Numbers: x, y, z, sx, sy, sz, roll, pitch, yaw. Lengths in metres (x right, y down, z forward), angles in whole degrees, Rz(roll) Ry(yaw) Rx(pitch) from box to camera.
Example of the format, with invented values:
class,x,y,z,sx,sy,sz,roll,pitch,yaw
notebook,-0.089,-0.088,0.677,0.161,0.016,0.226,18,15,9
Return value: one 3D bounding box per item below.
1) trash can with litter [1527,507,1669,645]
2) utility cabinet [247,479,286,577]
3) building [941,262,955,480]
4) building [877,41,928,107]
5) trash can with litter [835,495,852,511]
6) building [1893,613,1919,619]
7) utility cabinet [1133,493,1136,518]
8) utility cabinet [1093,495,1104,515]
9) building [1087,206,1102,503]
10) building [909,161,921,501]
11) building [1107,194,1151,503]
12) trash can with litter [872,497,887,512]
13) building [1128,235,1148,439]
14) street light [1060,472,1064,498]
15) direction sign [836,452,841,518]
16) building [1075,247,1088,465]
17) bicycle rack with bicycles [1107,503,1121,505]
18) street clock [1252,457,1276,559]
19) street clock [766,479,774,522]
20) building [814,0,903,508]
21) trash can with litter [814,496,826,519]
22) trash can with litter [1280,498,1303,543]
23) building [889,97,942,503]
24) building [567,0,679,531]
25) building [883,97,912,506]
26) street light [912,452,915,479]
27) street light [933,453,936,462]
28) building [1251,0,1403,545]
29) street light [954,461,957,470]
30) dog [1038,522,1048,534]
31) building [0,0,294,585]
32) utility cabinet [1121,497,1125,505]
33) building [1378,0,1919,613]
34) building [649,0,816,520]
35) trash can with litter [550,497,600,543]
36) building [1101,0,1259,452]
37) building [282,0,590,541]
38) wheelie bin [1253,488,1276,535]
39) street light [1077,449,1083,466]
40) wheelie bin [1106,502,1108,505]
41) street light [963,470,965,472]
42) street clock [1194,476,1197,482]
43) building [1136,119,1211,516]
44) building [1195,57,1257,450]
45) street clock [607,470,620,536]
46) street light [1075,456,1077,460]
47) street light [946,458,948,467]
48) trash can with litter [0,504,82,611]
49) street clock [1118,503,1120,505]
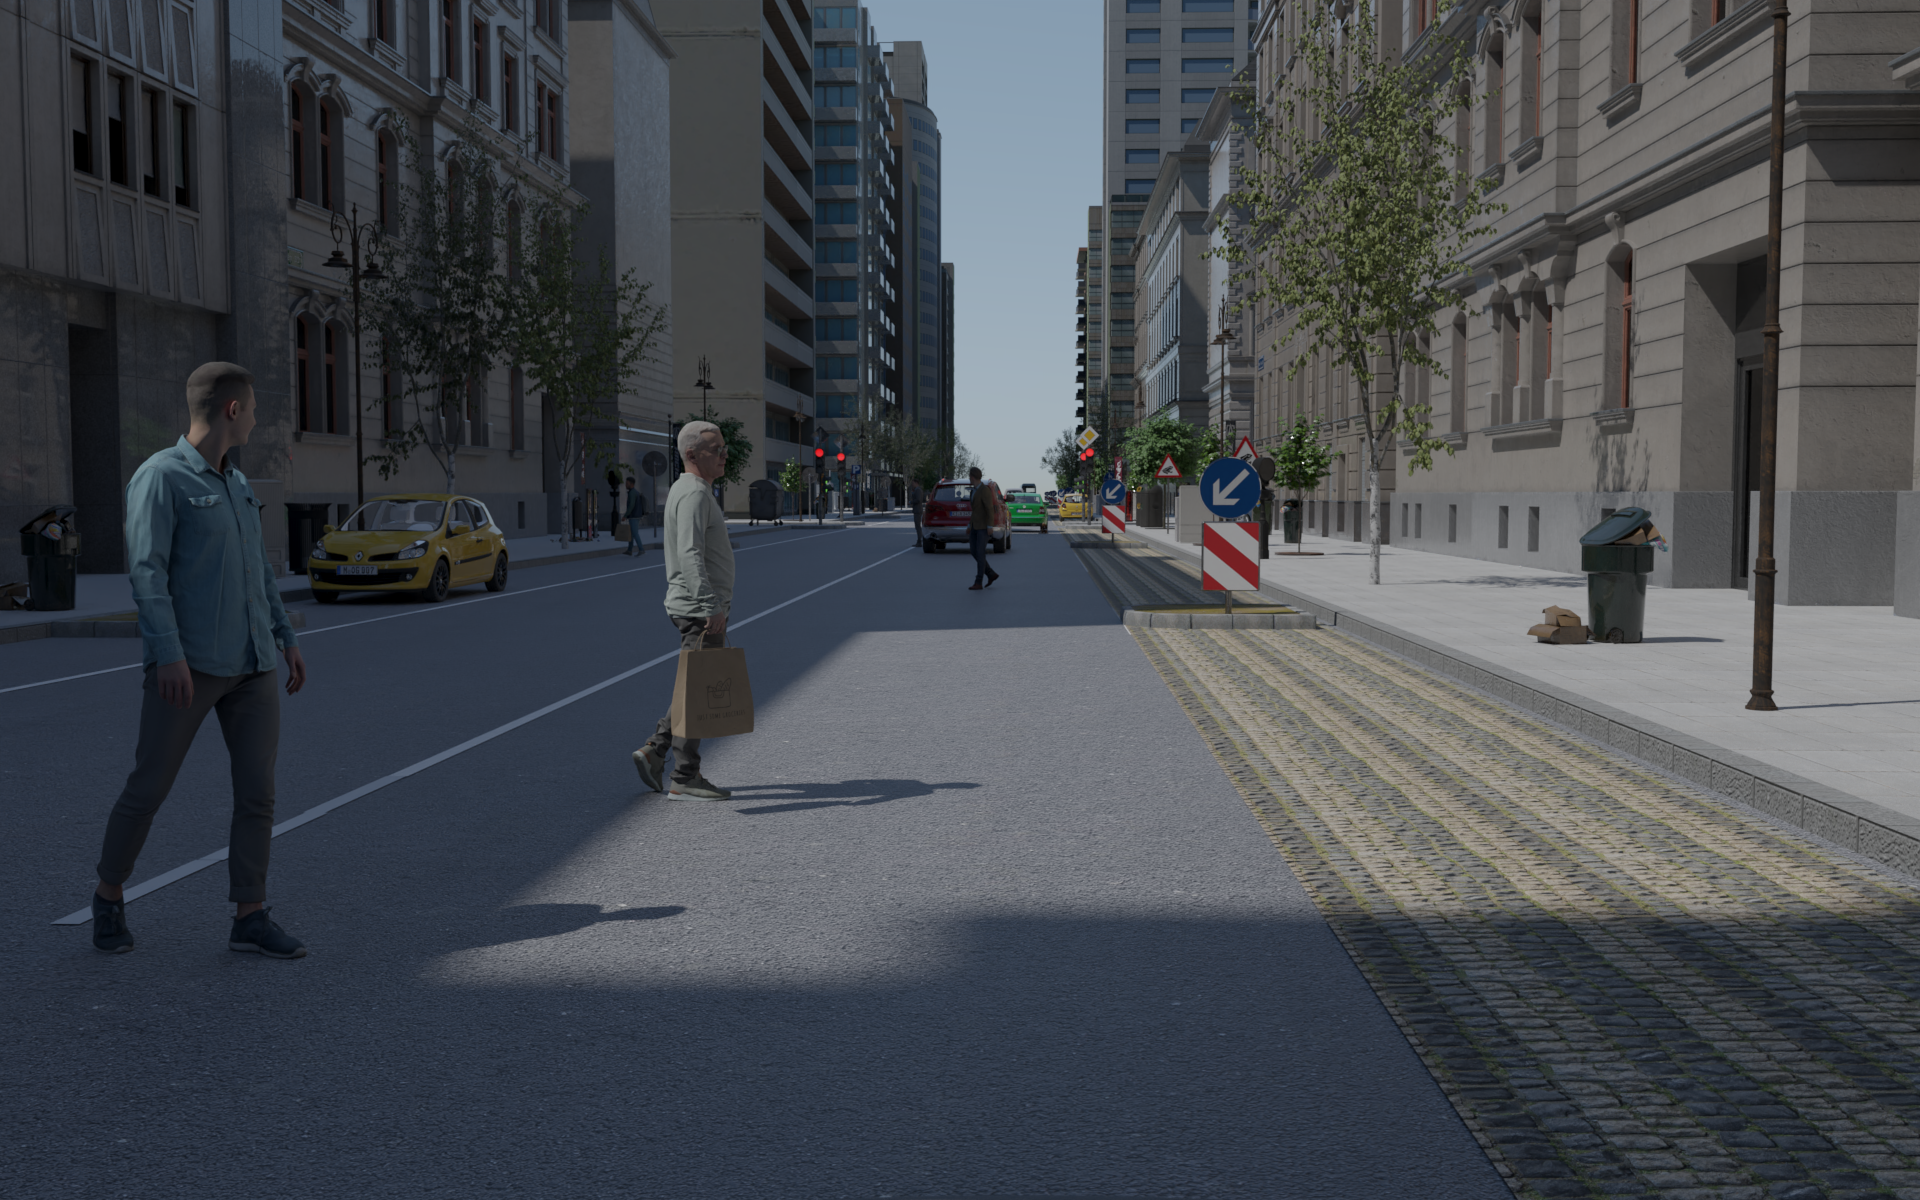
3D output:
class,x,y,z,sx,sy,sz,roll,pitch,yaw
trash can with litter,5.477,-0.214,14.885,1.055,1.170,0.624,-1,4,-18
utility cabinet,-10.720,-1.054,25.919,0.318,1.500,1.173,3,4,38
building,-8.266,-37.557,297.643,14.154,41.232,14.086,0,4,2
building,-13.462,-51.438,279.258,20.563,71.187,20.611,0,4,2
trash can with litter,-8.922,-7.179,128.432,2.233,1.210,1.678,-1,4,-15
building,15.576,-13.372,6.030,14.401,28.519,23.554,0,4,2
utility cabinet,9.207,-5.059,91.400,0.318,1.500,1.173,-1,4,-15
utility cabinet,8.629,-5.841,106.663,0.306,1.237,1.020,0,4,-7
building,25.106,-34.460,247.011,14.154,41.232,14.086,0,4,2
building,-12.182,-32.012,206.983,14.154,41.232,14.086,0,4,2
building,21.381,-24.293,168.893,14.160,30.474,14.107,0,4,2
trash can with litter,-5.628,-6.764,121.986,1.055,1.170,0.624,-2,4,-24
building,20.595,-21.033,141.154,12.463,27.353,25.104,0,4,2
street light,16.359,-18.945,282.537,0.468,5.910,1.993,0,4,2
direction sign,-6.503,-6.219,93.673,0.379,3.537,0.876,0,4,7
building,31.017,-39.359,298.147,22.147,44.769,28.867,0,4,2
bicycle rack with bicycles,10.807,-6.176,114.360,2.852,0.926,2.925,0,4,-5
street clock,5.963,-1.805,34.083,0.471,2.002,0.358,-3,4,-37
street clock,-8.871,-4.661,80.782,0.358,2.002,0.471,-3,5,-44
building,-18.193,-33.692,170.468,23.786,49.044,30.456,0,4,2
trash can with litter,-7.193,-4.731,88.734,0.624,1.170,1.055,0,4,-6
trash can with litter,8.611,-2.066,45.173,0.624,1.170,1.055,0,4,5
building,-13.964,-43.626,255.279,21.231,58.520,28.212,0,4,2
building,-20.413,-13.153,64.204,18.267,20.994,9.793,0,4,2
building,-12.709,-33.183,192.656,14.600,45.320,14.200,0,4,2
street light,-4.194,-11.230,156.394,0.468,5.910,1.993,0,4,2
street light,-2.824,-13.139,187.617,0.468,5.910,1.993,0,4,2
building,16.543,-15.746,54.709,12.463,27.353,25.104,0,4,2
street light,-0.711,-16.311,239.466,0.468,5.910,1.993,0,4,2
dog,2.967,-2.596,62.643,0.550,0.427,0.748,3,4,39
building,-19.196,-12.528,22.858,12.078,24.808,19.932,0,4,2
utility cabinet,9.007,-5.110,94.714,0.306,1.237,1.020,0,4,-1
building,16.158,-14.826,29.791,14.401,28.519,23.554,0,4,2
building,-20.025,-28.895,96.134,21.300,48.544,21.600,0,4,2
trash can with litter,-10.542,-2.175,46.613,1.678,1.210,2.233,1,4,8
building,26.099,-39.618,189.746,21.231,58.520,28.212,0,4,2
building,-19.065,-15.729,44.561,14.401,28.519,23.554,0,4,2
wheelie bin,9.510,-2.835,54.268,0.693,1.594,0.980,1,4,17
street light,10.850,-11.069,153.765,0.468,5.910,1.993,0,4,2
wheelie bin,11.395,-7.771,134.972,0.693,1.594,0.980,3,5,43
street light,0.651,-18.142,269.409,0.468,5.910,1.993,0,4,2
street clock,7.824,-3.143,55.962,0.471,2.002,0.358,-2,4,-26
building,20.465,-17.143,113.571,16.112,22.955,30.059,0,4,2
building,22.098,-15.706,85.675,19.941,23.489,11.050,0,4,2
street clock,-10.496,-2.941,52.657,0.358,2.002,0.471,-3,5,-40
street light,11.456,-12.035,169.558,0.468,5.910,1.993,0,4,2
street light,-1.641,-14.990,217.868,0.468,5.910,1.993,0,4,2
trash can with litter,-10.257,-0.470,19.072,1.055,1.170,0.624,0,4,6
street clock,12.601,-8.122,137.364,0.471,2.002,0.358,-3,5,-42
